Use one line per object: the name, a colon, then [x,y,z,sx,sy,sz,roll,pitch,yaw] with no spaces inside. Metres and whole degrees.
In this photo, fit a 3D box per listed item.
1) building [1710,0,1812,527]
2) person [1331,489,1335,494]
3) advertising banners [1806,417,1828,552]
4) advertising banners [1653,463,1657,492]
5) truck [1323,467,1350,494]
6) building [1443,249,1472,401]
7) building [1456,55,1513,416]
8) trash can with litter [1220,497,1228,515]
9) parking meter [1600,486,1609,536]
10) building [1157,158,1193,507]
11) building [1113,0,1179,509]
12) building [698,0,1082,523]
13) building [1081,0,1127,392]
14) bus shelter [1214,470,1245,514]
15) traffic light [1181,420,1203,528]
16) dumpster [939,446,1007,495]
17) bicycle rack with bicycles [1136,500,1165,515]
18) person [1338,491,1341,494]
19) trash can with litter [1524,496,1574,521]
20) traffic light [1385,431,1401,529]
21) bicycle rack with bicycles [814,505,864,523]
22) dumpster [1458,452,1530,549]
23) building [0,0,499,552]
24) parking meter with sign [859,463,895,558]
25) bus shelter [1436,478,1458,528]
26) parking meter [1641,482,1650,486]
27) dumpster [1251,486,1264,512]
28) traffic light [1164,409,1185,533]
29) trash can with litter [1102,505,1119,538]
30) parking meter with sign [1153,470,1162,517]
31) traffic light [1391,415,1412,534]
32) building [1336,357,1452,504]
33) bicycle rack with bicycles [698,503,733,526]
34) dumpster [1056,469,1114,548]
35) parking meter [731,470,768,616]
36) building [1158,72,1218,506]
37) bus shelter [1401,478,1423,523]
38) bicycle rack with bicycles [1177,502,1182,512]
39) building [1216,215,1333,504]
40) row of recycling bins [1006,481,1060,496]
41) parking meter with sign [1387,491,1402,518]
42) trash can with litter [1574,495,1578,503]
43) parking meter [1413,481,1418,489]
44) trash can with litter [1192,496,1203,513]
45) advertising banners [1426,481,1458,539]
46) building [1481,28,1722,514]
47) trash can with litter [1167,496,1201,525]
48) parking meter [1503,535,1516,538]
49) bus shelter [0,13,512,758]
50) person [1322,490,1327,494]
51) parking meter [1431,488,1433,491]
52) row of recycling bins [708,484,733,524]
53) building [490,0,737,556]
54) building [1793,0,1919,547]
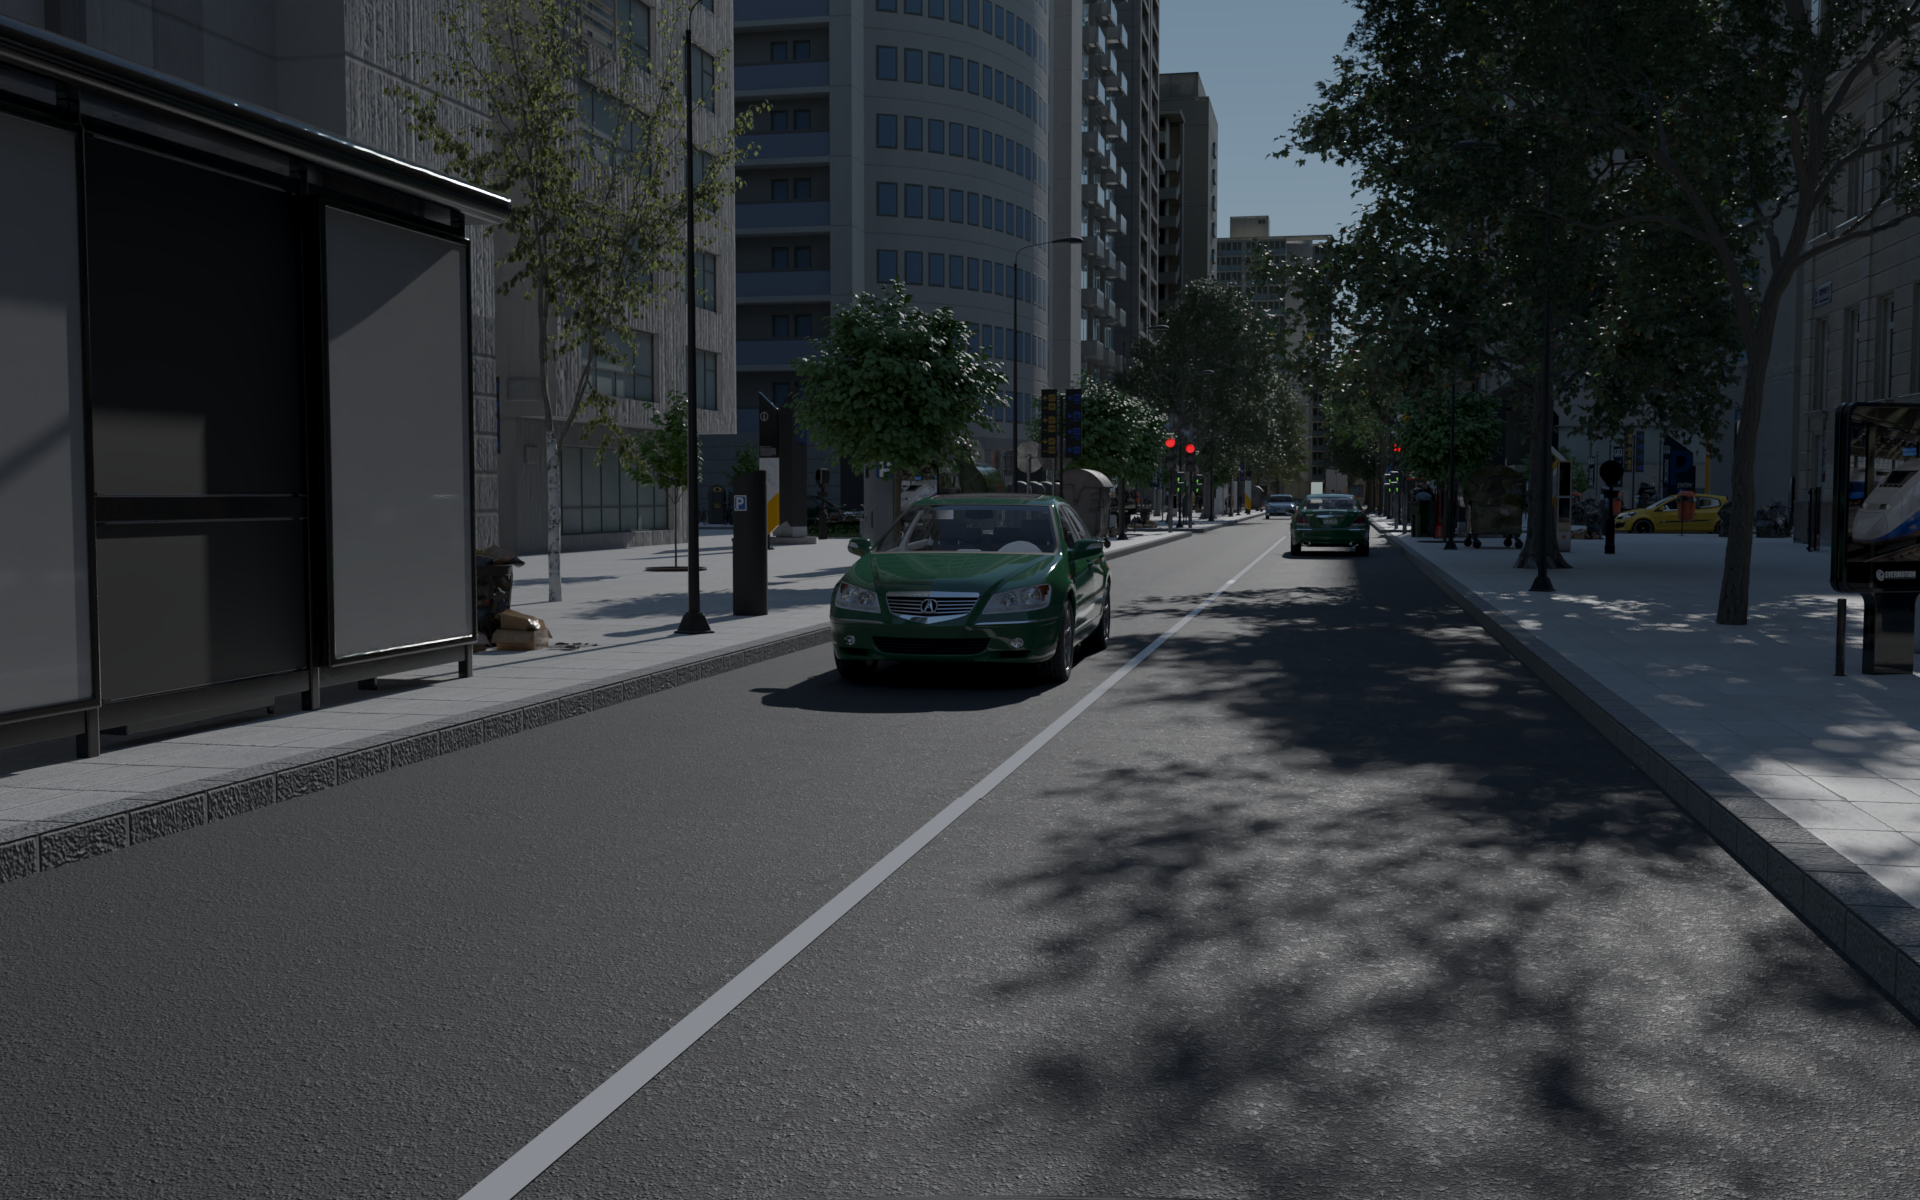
building: [44.982,-27.570,74.466,21.600,48.544,21.300,1,4,12]
person: [22.660,-5.866,105.159,0.760,1.731,0.466,-2,4,-28]
advertising banners: [19.377,-2.625,39.109,0.090,3.025,2.074,2,4,35]
advertising banners: [38.918,-6.156,96.832,0.090,3.025,2.074,2,4,32]
truck: [40.268,-12.010,185.284,2.839,4.237,11.283,1,4,12]
building: [63.081,-34.445,182.784,23.786,49.044,30.456,1,4,12]
building: [56.234,-30.549,154.102,22.147,44.769,28.867,1,4,12]
trash can with litter: [16.586,-5.897,107.806,0.624,1.170,1.055,-2,4,-26]
parking meter: [19.952,-2.754,53.442,0.372,1.533,0.369,0,3,0]
building: [7.170,-29.575,175.434,32.217,40.220,23.993,1,4,12]
building: [8.922,-43.613,151.331,20.563,71.187,20.611,1,4,12]
building: [-6.123,-33.462,89.099,21.231,58.520,28.212,1,4,12]
building: [0.092,-30.983,126.174,23.786,49.044,30.456,1,4,12]
bus shelter: [17.642,-7.338,113.899,2.014,3.302,5.546,1,4,12]
traffic light: [8.712,-4.670,65.272,0.839,4.253,0.868,1,4,12]
dumpster: [0.019,-1.966,34.635,1.502,2.255,1.985,1,4,12]
bicycle rack with bicycles: [10.431,-5.648,105.721,2.852,0.926,2.925,-1,4,-23]
person: [32.450,-8.473,147.772,1.217,1.736,0.721,-3,5,-44]
trash can with litter: [27.393,-4.303,81.408,1.678,1.210,2.233,-1,4,-8]
traffic light: [16.056,-4.574,63.698,0.839,4.253,0.868,1,4,12]
bicycle rack with bicycles: [-3.170,-2.789,58.982,2.925,0.926,2.852,3,5,43]
dumpster: [12.657,-2.363,41.126,1.502,2.255,1.985,1,4,12]
building: [-20.349,-28.842,13.574,21.231,58.520,28.212,1,4,12]
parking meter with sign: [-1.382,-2.083,30.312,0.543,3.016,1.738,-1,4,-19]
bus shelter: [18.824,-4.564,65.905,1.731,3.624,6.357,1,4,12]
parking meter: [33.872,-4.884,85.570,0.399,1.863,0.255,3,5,40]
dumpster: [21.075,-7.231,123.987,1.264,1.857,1.865,1,4,12]
traffic light: [7.016,-4.193,57.469,0.839,4.253,0.868,1,4,12]
trash can with litter: [4.227,-2.427,51.068,0.624,1.170,1.055,2,4,32]
parking meter with sign: [11.356,-6.310,99.423,0.543,3.016,1.738,1,4,10]
traffic light: [14.360,-4.096,55.895,0.839,4.253,0.868,1,4,12]
building: [66.060,-24.016,237.694,28.899,21.520,27.650,1,4,12]
bicycle rack with bicycles: [-9.926,-3.521,70.947,2.852,0.926,2.925,0,4,2]
dumpster: [2.834,-2.113,40.311,1.264,1.857,1.865,1,4,12]
parking meter: [-2.225,-0.608,18.349,0.372,1.533,0.369,0,3,0]
building: [18.063,-35.147,198.348,21.600,48.544,21.300,1,4,12]
bus shelter: [21.344,-6.263,80.031,2.179,5.291,8.768,1,4,12]
bicycle rack with bicycles: [15.765,-6.961,127.191,2.925,0.926,2.852,-2,4,-25]
building: [40.661,-33.816,244.767,23.993,40.220,32.217,1,4,12]
row of recycling bins: [2.548,-3.049,56.958,1.069,1.692,3.534,2,4,27]
parking meter with sign: [23.733,-5.941,93.397,1.738,3.016,0.543,-3,5,-41]
trash can with litter: [32.420,-4.931,91.682,1.678,1.210,2.233,1,4,22]
parking meter: [19.058,-4.063,72.139,0.399,1.863,0.255,-3,5,-41]
trash can with litter: [16.098,-6.396,115.961,1.055,1.170,0.624,-3,4,-38]
advertising banners: [13.778,-3.276,49.746,0.090,3.025,2.074,3,5,44]
building: [50.883,-32.355,118.241,28.713,52.752,27.495,1,4,12]
trash can with litter: [9.185,-3.730,72.046,1.678,1.210,2.233,1,4,18]
parking meter: [15.897,-2.717,50.130,0.399,1.863,0.255,1,4,12]
bus shelter: [-5.088,-1.857,7.989,2.179,5.291,8.768,1,4,12]
person: [33.779,-9.277,160.039,0.709,1.838,0.599,3,5,40]
parking meter: [19.211,-3.831,71.055,0.372,1.533,0.369,0,3,0]
row of recycling bins: [-9.059,-4.045,73.256,3.534,1.692,1.069,1,4,20]
building: [-13.566,-21.955,42.567,14.086,41.232,14.154,1,4,12]
building: [24.800,-14.332,31.599,12.463,27.353,25.104,1,4,12]
